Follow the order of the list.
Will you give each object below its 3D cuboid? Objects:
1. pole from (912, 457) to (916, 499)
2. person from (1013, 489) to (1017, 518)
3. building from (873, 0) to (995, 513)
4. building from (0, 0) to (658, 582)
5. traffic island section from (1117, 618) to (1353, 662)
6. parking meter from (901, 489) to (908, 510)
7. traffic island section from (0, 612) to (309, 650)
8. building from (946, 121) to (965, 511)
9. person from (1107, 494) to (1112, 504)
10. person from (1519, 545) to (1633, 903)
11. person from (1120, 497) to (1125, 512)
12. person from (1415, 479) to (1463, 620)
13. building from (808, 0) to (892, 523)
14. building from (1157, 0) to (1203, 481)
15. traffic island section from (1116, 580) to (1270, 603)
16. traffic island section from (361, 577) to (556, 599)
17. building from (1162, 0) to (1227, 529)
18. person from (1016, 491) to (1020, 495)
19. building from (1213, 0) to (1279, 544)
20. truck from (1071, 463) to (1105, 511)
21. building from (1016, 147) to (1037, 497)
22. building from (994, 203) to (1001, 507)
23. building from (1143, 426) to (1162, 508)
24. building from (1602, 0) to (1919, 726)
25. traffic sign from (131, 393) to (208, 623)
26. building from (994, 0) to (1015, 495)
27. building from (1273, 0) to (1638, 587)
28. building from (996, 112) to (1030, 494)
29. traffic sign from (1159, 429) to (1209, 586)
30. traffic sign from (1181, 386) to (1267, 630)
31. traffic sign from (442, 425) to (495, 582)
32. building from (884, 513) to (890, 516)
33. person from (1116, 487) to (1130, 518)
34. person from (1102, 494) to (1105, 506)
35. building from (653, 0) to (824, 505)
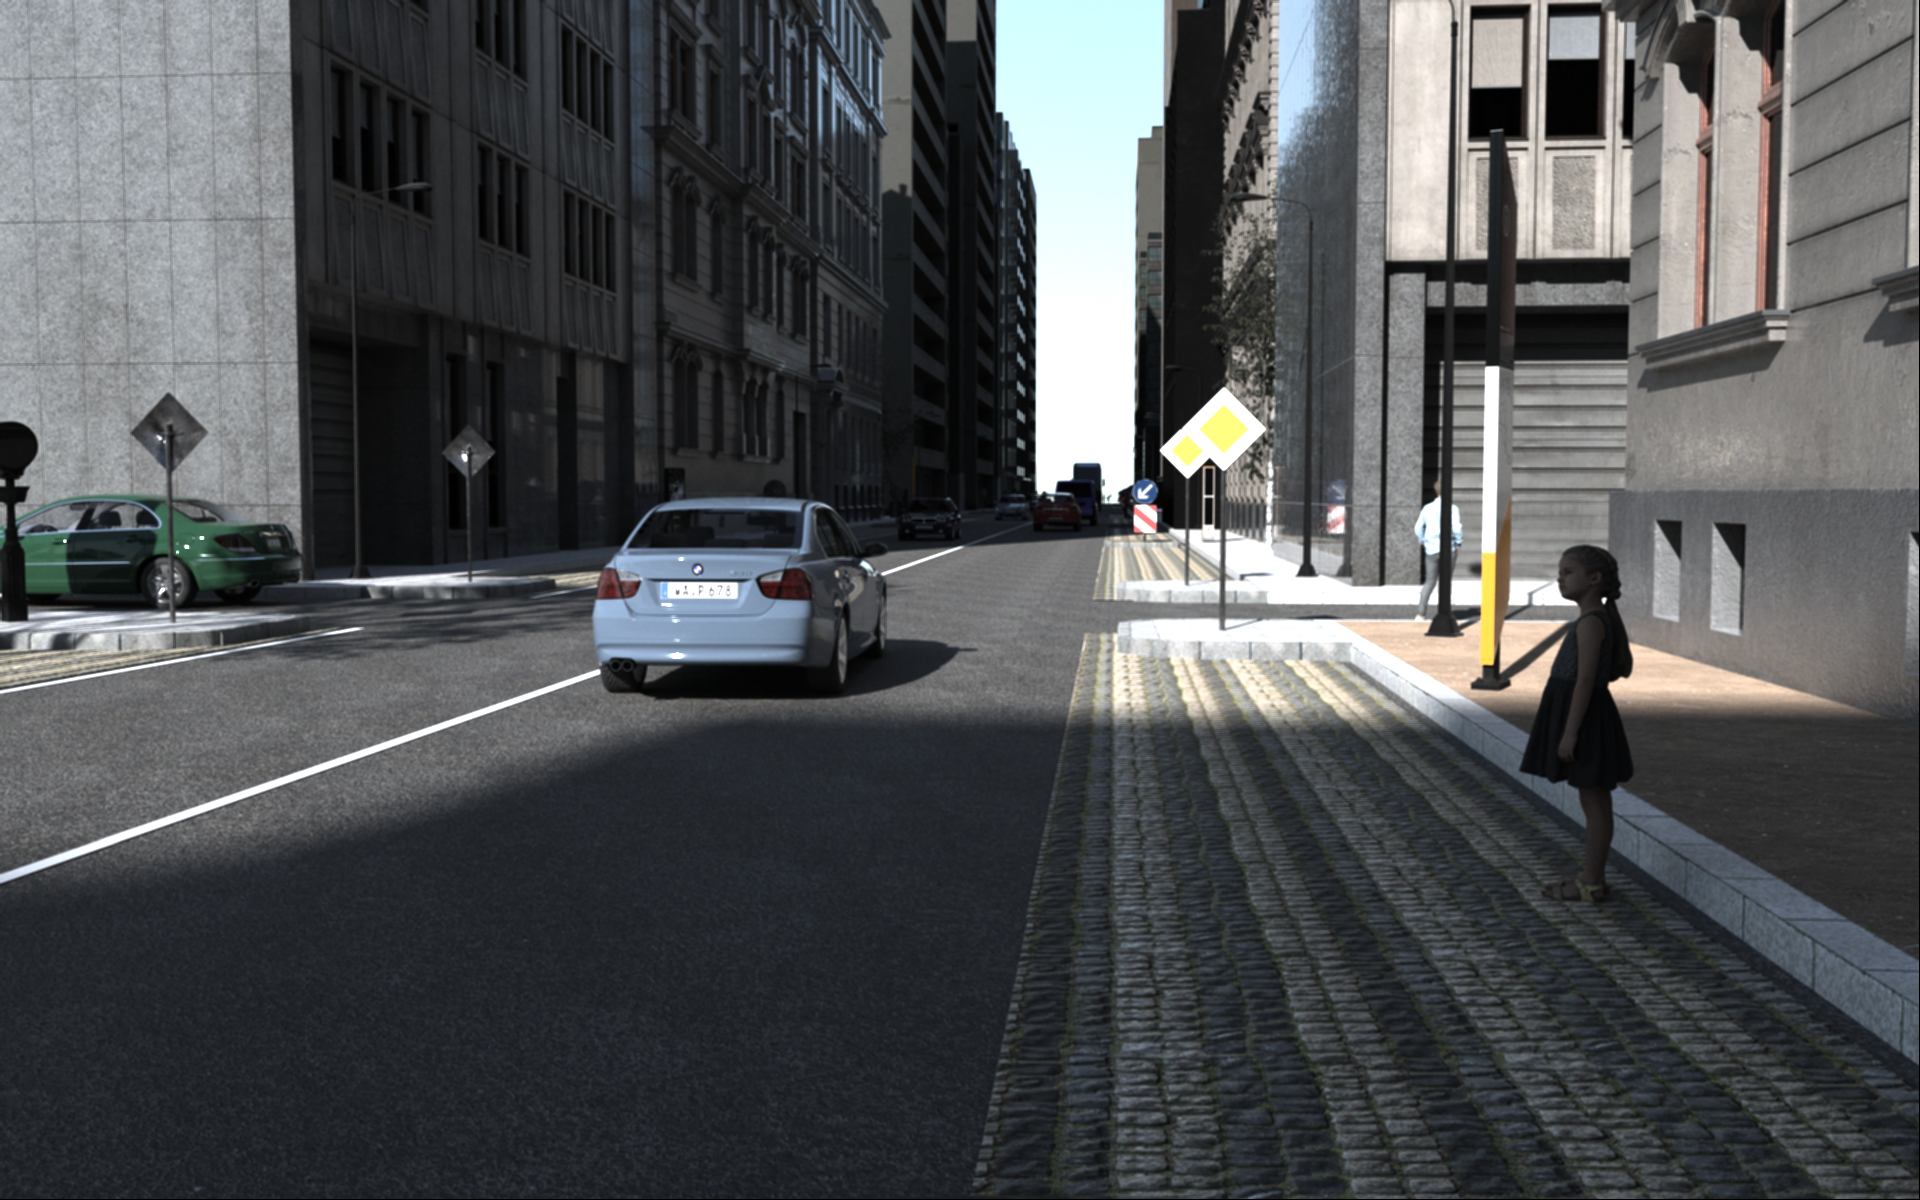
[{"bbox_3d":[-2.533,-6.198,95.186,0.158,3.312,0.155,0,3,0],"label":"pole"},{"bbox_3d":[3.301,-5.658,101.716,0.721,1.736,1.217,0,4,1],"label":"person"},{"bbox_3d":[-8.393,-32.019,147.211,21.300,48.544,21.600,0,4,5],"label":"building"},{"bbox_3d":[-14.704,-13.269,34.968,12.078,24.808,19.932,0,4,5],"label":"building"},{"bbox_3d":[2.490,0.364,16.324,2.009,0.180,2.903,0,4,5],"label":"traffic island section"},{"bbox_3d":[-2.923,-5.052,91.011,0.372,1.533,0.369,0,3,0],"label":"parking meter"},{"bbox_3d":[-7.860,0.308,17.248,2.009,0.180,2.903,0,4,5],"label":"traffic island section"},{"bbox_3d":[-7.224,-21.895,129.682,14.160,30.474,14.107,0,4,5],"label":"building"},{"bbox_3d":[21.850,-14.742,252.720,0.799,1.438,0.628,-1,4,-11],"label":"person"},{"bbox_3d":[2.171,0.433,6.090,0.373,1.253,0.362,2,4,25],"label":"person"},{"bbox_3d":[12.524,-7.579,132.373,0.705,1.831,1.348,0,4,-8],"label":"person"},{"bbox_3d":[5.270,-0.530,18.972,0.330,1.601,0.589,-2,4,-34],"label":"person"},{"bbox_3d":[-10.955,-17.926,79.001,13.634,28.700,20.117,0,4,5],"label":"building"},{"bbox_3d":[22.839,-29.624,134.466,14.600,45.320,14.200,0,4,5],"label":"building"},{"bbox_3d":[3.200,-0.122,24.277,2.009,0.180,2.903,0,4,5],"label":"traffic island section"},{"bbox_3d":[-7.150,-0.179,25.202,2.009,0.180,2.903,0,4,5],"label":"traffic island section"},{"bbox_3d":[14.600,-14.673,69.578,12.332,23.373,15.834,0,4,5],"label":"building"},{"bbox_3d":[5.195,-8.861,154.063,1.217,1.739,0.721,-2,4,-29],"label":"person"},{"bbox_3d":[13.344,-13.632,51.762,11.050,23.489,19.941,0,4,5],"label":"building"},{"bbox_3d":[10.319,-9.374,143.027,2.967,4.110,18.799,0,4,6],"label":"truck"},{"bbox_3d":[-0.297,-38.034,245.559,21.300,48.544,21.600,0,4,5],"label":"building"},{"bbox_3d":[-3.537,-24.098,165.695,14.160,30.474,14.107,0,4,5],"label":"building"},{"bbox_3d":[28.165,-51.542,155.382,22.319,86.520,31.000,0,4,5],"label":"building"},{"bbox_3d":[11.050,-13.199,3.189,14.401,28.519,23.554,0,4,5],"label":"building"},{"bbox_3d":[-7.836,-0.828,17.184,0.795,2.450,0.064,0,4,5],"label":"traffic sign"},{"bbox_3d":[-4.268,-46.196,193.552,20.563,71.187,20.611,0,4,5],"label":"building"},{"bbox_3d":[15.862,-12.863,28.329,19.932,24.808,12.078,0,4,5],"label":"building"},{"bbox_3d":[-3.295,-36.705,219.728,23.786,49.044,30.456,0,4,5],"label":"building"},{"bbox_3d":[3.175,-1.257,24.202,0.795,2.450,0.064,0,4,5],"label":"traffic sign"},{"bbox_3d":[2.466,-0.771,16.248,0.795,2.450,0.064,0,4,5],"label":"traffic sign"},{"bbox_3d":[-7.126,-1.315,25.138,0.795,2.450,0.064,0,4,5],"label":"traffic sign"},{"bbox_3d":[-12.481,-29.832,111.460,21.300,48.544,21.600,0,4,5],"label":"building"},{"bbox_3d":[10.046,-5.841,103.936,1.348,1.831,0.705,0,4,-4],"label":"person"},{"bbox_3d":[17.933,-12.536,216.681,0.599,1.433,0.991,-1,4,-18],"label":"person"},{"bbox_3d":[-12.900,-16.458,56.482,14.401,28.519,23.554,0,4,5],"label":"building"}]
